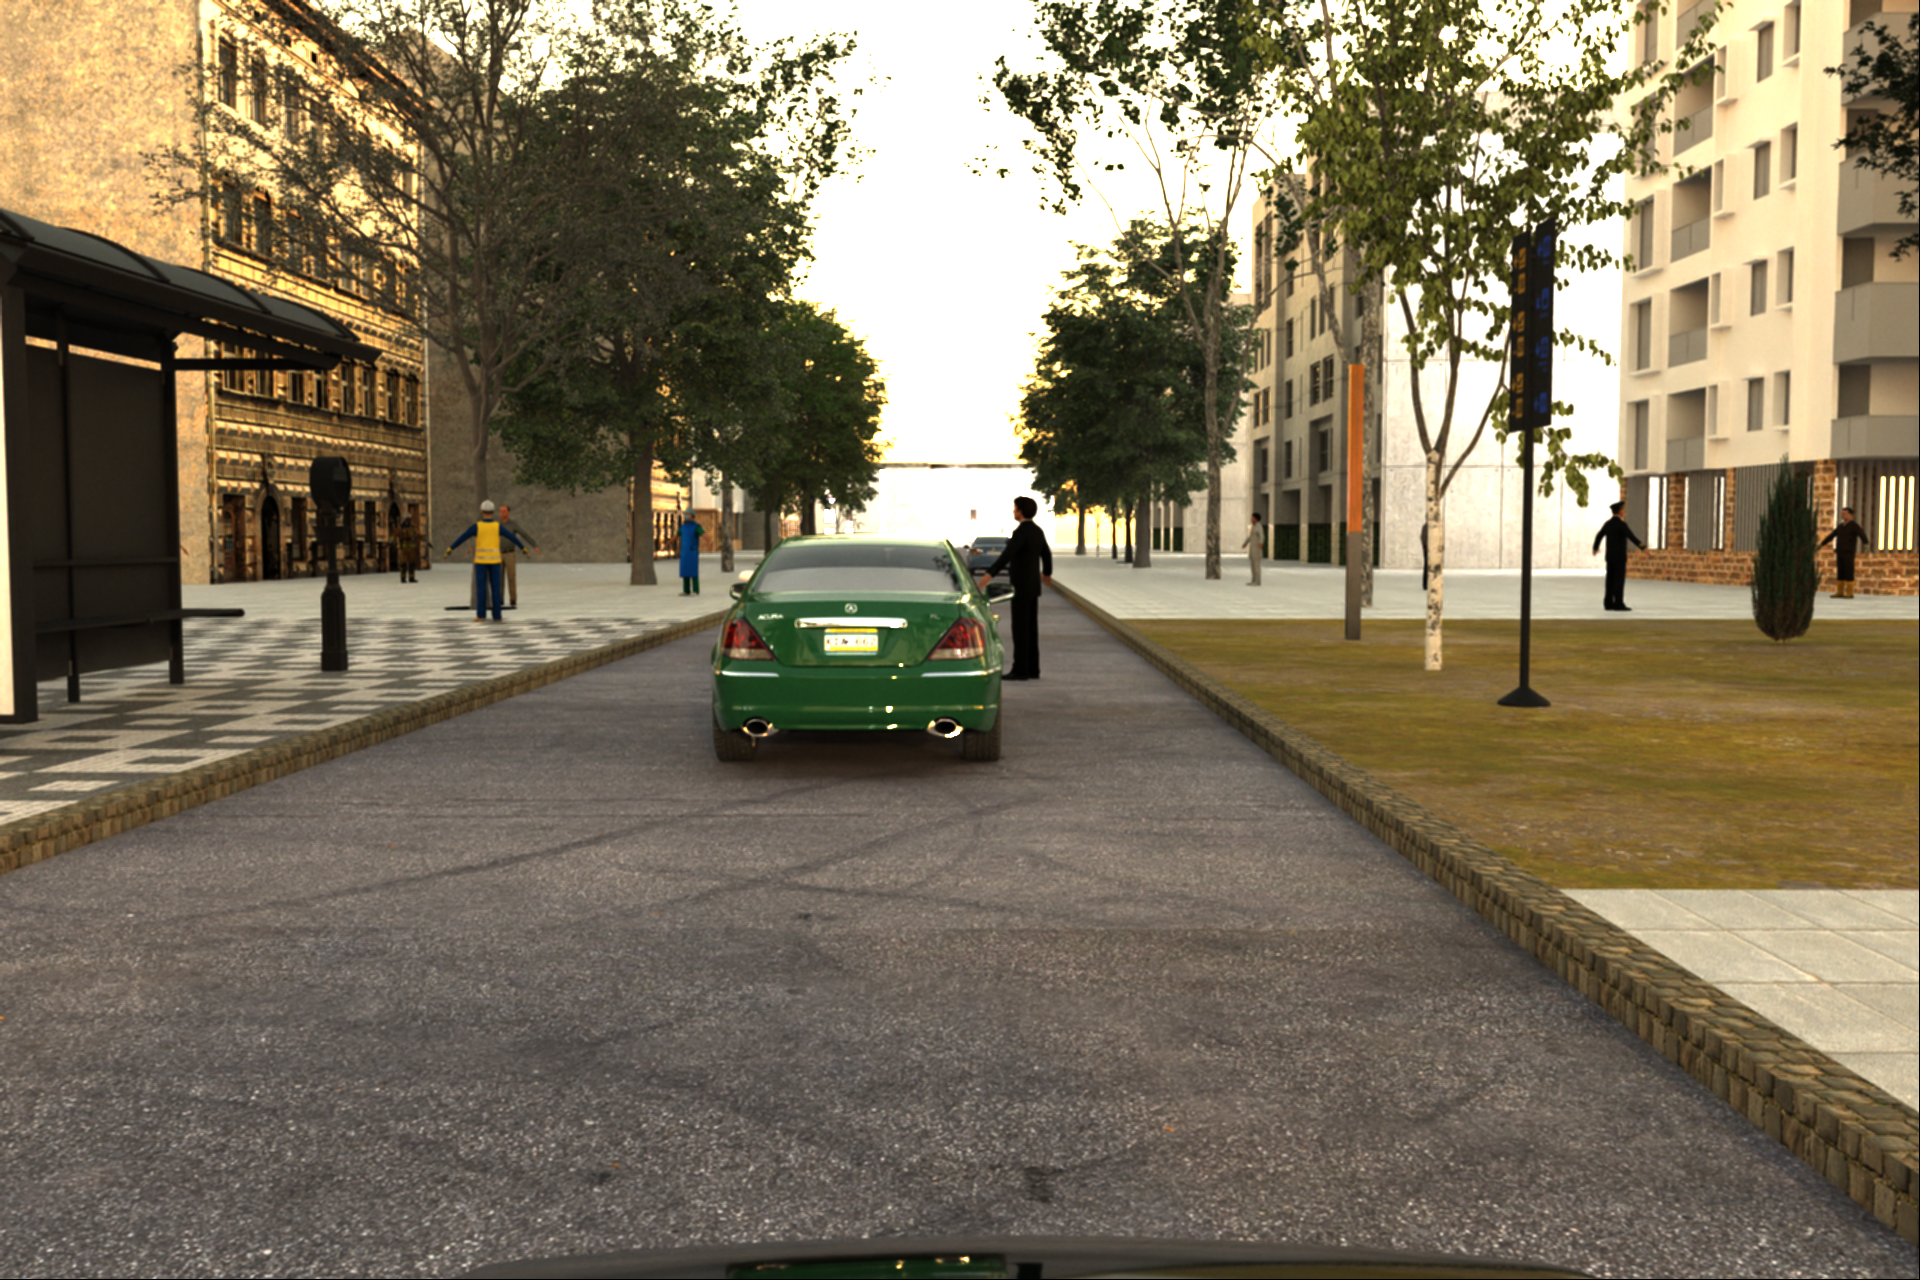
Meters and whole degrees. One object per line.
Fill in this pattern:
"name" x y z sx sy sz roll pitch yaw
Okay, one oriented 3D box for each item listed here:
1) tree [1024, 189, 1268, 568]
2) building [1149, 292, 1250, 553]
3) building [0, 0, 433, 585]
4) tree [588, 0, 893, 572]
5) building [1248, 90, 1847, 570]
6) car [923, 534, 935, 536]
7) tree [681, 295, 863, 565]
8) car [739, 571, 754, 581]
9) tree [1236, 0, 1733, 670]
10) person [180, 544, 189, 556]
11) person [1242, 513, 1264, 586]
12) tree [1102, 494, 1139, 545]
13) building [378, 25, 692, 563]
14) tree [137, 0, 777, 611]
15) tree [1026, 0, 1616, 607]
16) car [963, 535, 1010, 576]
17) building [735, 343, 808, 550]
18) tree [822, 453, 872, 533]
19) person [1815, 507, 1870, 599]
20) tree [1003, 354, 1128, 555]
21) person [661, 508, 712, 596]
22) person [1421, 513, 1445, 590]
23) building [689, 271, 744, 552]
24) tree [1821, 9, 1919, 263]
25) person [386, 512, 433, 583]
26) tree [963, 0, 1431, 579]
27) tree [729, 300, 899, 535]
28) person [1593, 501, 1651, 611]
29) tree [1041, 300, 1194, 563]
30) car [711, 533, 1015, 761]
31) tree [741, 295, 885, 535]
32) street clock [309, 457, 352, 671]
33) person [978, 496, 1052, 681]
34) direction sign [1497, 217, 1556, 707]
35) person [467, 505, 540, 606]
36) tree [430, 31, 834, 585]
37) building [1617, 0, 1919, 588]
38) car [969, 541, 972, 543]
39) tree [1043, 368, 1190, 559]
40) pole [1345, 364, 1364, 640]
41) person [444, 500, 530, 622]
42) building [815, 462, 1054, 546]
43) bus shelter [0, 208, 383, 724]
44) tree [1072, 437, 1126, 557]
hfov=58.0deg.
"tree" 6.934 -9.738 65.870 9.857 13.997 8.962 0 3 0
"building" 24.176 -16.441 135.267 16.747 18.905 31.486 0 4 1
"building" -28.206 -13.541 52.323 19.493 23.208 18.063 0 3 0
"tree" -9.173 -12.321 57.335 12.611 20.169 13.585 0 3 0
"building" 23.812 -12.925 77.777 16.747 18.905 31.486 0 4 1
"car" -1.657 -3.892 73.414 2.009 1.686 4.222 0 4 1
"tree" -8.011 -9.003 72.955 9.928 11.665 9.643 0 3 0
"car" -1.509 -0.502 20.574 2.083 1.381 4.827 0 4 0
"tree" 4.477 -4.007 15.873 4.737 8.622 4.395 0 3 0
"person" -13.489 -1.352 28.908 0.721 1.733 1.217 3 4 39
"person" 7.353 -2.266 43.233 0.705 1.806 1.347 -1 4 -9
"tree" 20.248 -17.789 197.498 9.857 13.997 8.962 0 3 0
"building" -23.800 -15.504 84.423 19.493 23.208 18.063 0 4 0
"tree" -8.025 -7.248 28.882 12.009 13.543 11.850 0 3 0
"tree" 7.588 -10.731 31.343 12.611 20.169 13.585 0 3 0
"car" 1.129 -3.006 61.149 2.014 1.417 4.499 0 4 0
"building" -23.454 -19.363 147.509 19.493 23.208 18.063 0 4 1
"tree" -7.497 -9.489 105.508 4.360 8.622 3.978 0 3 0
"person" 17.677 -1.741 34.605 0.704 1.812 1.346 -1 4 -18
"tree" 7.454 -12.207 106.232 9.857 13.997 8.962 0 3 0
"person" -5.590 -1.809 35.709 1.347 1.817 0.704 2 4 33
"person" 10.844 -2.064 39.878 0.705 1.813 1.348 2 4 33
"building" -22.410 -16.417 124.832 16.016 20.090 11.380 0 4 1
"tree" 10.919 -4.872 14.069 7.601 10.594 8.767 0 4 7
"person" -14.580 -2.444 45.733 0.705 1.858 1.354 3 5 41
"tree" 6.376 -11.719 47.495 12.611 20.169 13.585 0 3 0
"tree" -8.207 -11.443 93.752 9.857 13.997 8.962 0 3 0
"person" 11.045 -1.416 29.080 0.705 1.837 1.347 -1 4 -20
"tree" 7.471 -9.236 76.771 9.928 11.665 9.643 0 3 0
"car" -0.647 -0.034 12.350 2.131 1.459 4.920 0 4 0
"tree" -7.113 -10.072 82.808 7.486 12.596 7.792 0 3 0
"street clock" -5.879 -0.713 16.225 0.358 2.002 0.471 0 4 0
"person" 0.612 -0.516 17.075 0.705 1.806 1.347 2 4 31
"direction sign" 4.234 -1.278 12.898 0.379 3.537 0.876 0 3 0
"person" -8.163 -1.516 31.065 1.348 1.796 0.705 0 4 5
"tree" -8.099 -8.359 43.318 9.857 13.997 8.962 0 3 0
"building" 24.247 -11.741 48.379 16.016 20.090 11.380 0 4 0
"car" 1.644 -5.932 109.358 2.083 1.381 4.827 0 4 -1
"tree" 8.138 -9.507 89.853 8.767 10.594 7.601 1 4 15
"pole" 4.773 -1.658 20.950 0.158 3.312 0.155 0 3 0
"person" -6.915 -1.155 25.346 1.216 1.772 0.721 -1 4 -22
"building" -3.282 -15.771 202.462 28.070 9.664 9.099 0 4 8
"bus shelter" -6.041 -1.124 12.302 2.014 3.302 5.546 0 4 1
"tree" 7.684 -9.008 97.647 4.360 8.622 3.978 0 3 0
